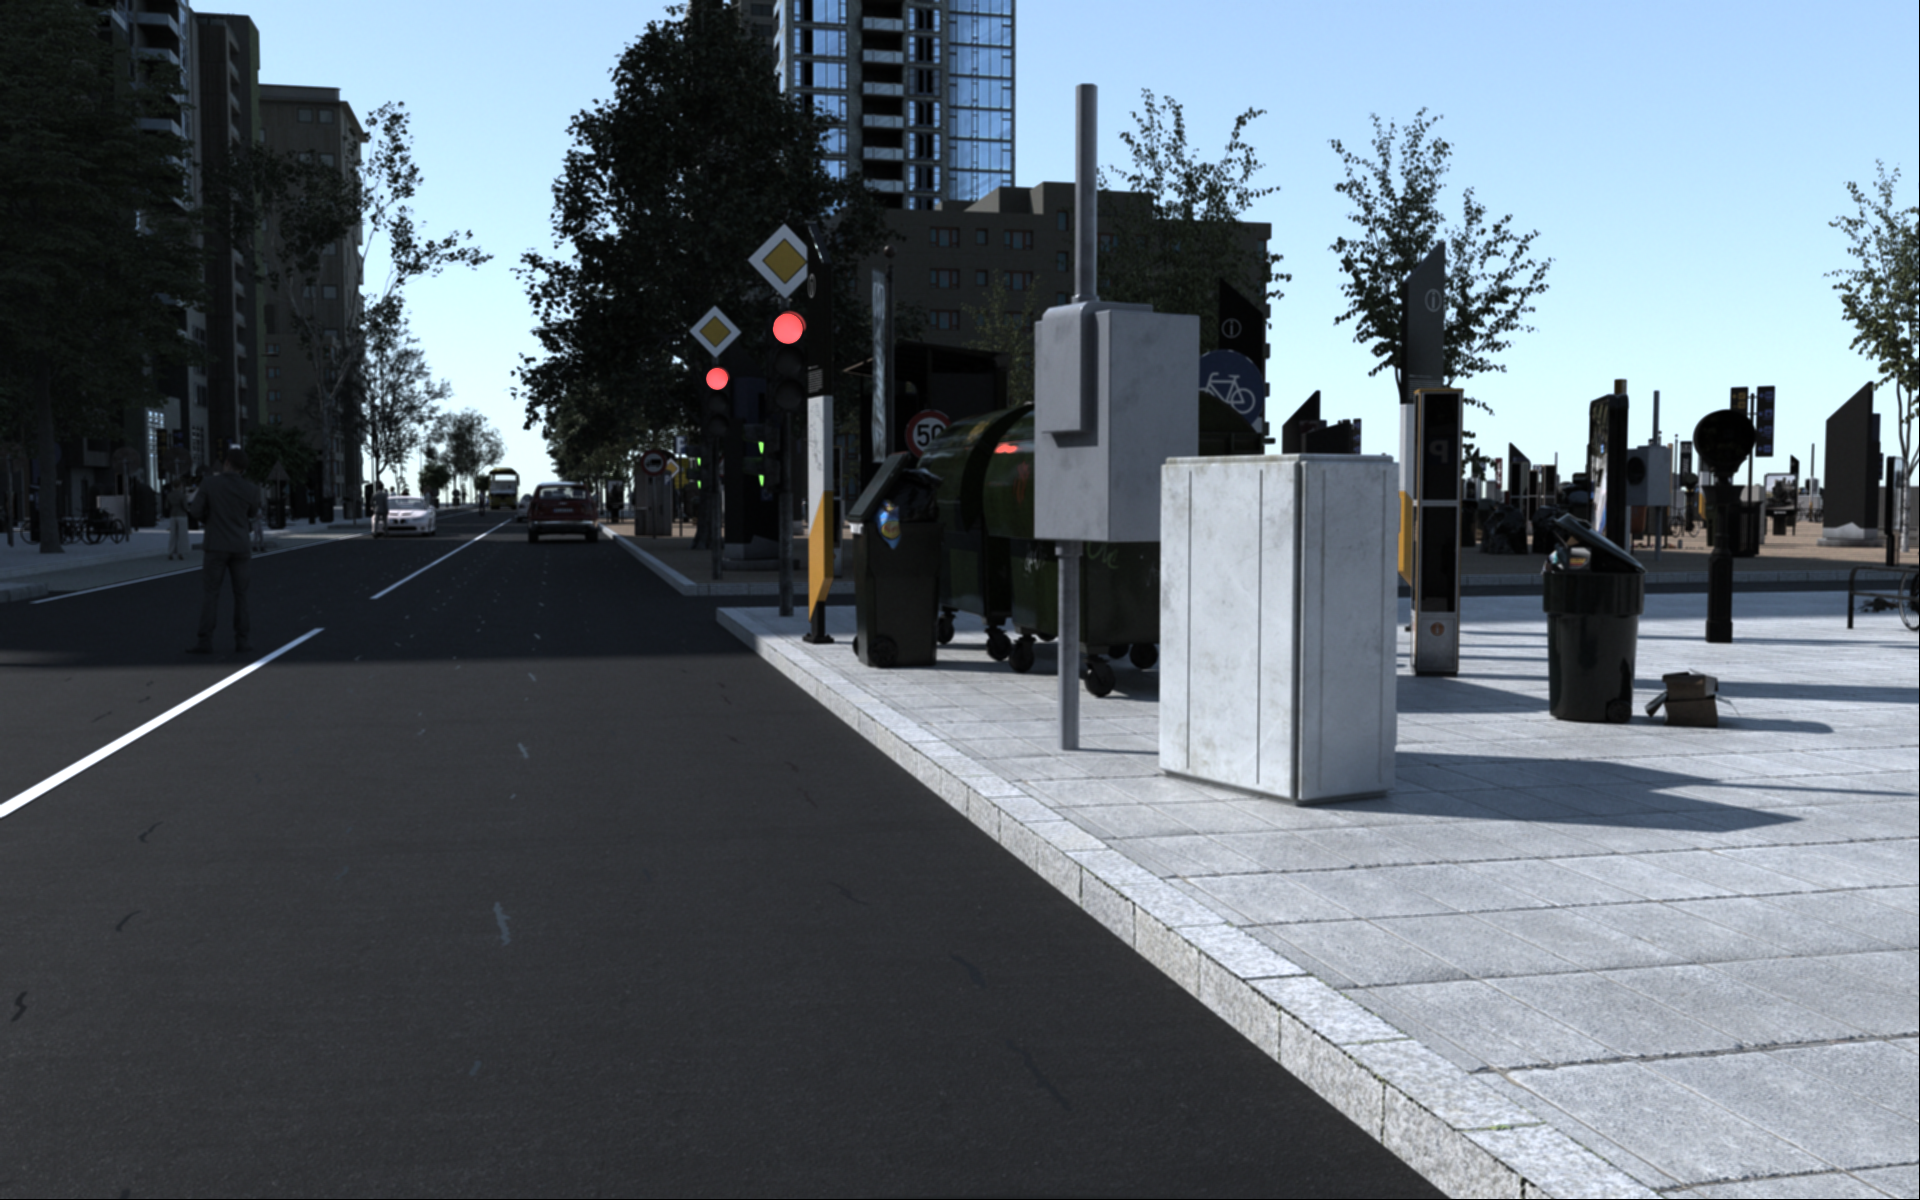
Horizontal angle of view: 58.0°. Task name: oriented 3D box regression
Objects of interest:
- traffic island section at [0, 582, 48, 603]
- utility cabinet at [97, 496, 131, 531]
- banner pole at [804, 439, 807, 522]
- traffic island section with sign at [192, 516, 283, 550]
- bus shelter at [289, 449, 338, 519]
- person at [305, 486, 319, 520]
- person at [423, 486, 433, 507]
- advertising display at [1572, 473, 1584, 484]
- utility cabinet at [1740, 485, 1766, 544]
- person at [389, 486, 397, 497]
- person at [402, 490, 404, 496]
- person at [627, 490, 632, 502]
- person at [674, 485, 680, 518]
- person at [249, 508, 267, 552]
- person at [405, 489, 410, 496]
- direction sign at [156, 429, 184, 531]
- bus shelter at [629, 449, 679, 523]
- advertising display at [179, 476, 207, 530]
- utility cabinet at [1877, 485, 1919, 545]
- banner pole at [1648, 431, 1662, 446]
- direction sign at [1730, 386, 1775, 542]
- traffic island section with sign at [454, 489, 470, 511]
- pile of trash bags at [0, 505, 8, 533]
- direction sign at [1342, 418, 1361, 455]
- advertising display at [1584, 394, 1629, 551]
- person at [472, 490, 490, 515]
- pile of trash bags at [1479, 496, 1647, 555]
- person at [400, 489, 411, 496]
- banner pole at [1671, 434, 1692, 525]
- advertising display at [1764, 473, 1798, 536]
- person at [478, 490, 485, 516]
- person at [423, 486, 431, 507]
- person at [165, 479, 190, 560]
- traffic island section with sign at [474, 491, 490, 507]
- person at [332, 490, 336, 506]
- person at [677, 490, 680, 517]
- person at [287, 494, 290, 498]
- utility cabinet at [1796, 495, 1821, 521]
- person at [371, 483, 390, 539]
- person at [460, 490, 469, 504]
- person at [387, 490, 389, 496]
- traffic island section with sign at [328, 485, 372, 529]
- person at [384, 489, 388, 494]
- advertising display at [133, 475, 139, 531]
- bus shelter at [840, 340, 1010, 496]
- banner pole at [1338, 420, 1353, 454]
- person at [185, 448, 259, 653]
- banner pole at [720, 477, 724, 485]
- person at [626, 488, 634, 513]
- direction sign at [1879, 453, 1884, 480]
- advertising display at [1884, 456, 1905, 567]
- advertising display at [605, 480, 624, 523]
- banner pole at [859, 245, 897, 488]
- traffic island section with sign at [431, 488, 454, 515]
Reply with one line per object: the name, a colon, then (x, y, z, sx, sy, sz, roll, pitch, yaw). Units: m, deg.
traffic island section: (-13.791, -0.082, 23.629, 2.009, 0.180, 2.903, -1, 4, -13)
utility cabinet: (-29.210, -2.974, 59.791, 0.306, 1.237, 1.020, 3, 5, 41)
banner pole: (-6.758, -5.412, 78.500, 0.863, 3.779, 0.401, -1, 4, -17)
traffic island section with sign: (-18.891, -2.247, 45.367, 1.989, 1.847, 2.006, -1, 4, -13)
bus shelter: (-34.688, -6.228, 93.104, 1.731, 3.624, 6.357, -1, 4, -13)
person: (-32.062, -4.868, 85.658, 0.620, 1.820, 0.660, -3, 4, -38)
person: (-25.201, -4.496, 81.982, 0.580, 1.828, 0.573, 1, 4, 22)
advertising display: (19.045, -2.891, 52.478, 0.974, 1.923, 0.123, 0, 3, 0)
utility cabinet: (19.924, -2.173, 44.206, 0.318, 1.500, 1.173, -2, 4, -34)
person: (-26.457, -4.418, 80.953, 0.641, 1.798, 0.478, 2, 4, 28)
person: (-68.192, -12.615, 212.751, 0.568, 1.767, 0.683, 3, 4, 38)
person: (-40.425, -12.645, 212.810, 0.705, 1.821, 1.348, 3, 4, 37)
person: (-15.188, -5.247, 92.246, 0.534, 1.772, 0.576, 2, 4, 29)
person: (-17.276, -1.826, 42.641, 0.394, 1.301, 0.425, 1, 4, 10)
person: (-45.433, -8.271, 142.102, 0.721, 1.723, 1.217, -1, 4, -17)
direction sign: (-27.542, -4.187, 60.460, 0.876, 3.537, 0.379, -3, 5, -40)
bus shelter: (-13.970, -5.207, 79.054, 2.014, 3.302, 5.546, -1, 4, -13)
advertising display: (-27.282, -3.447, 61.577, 0.974, 1.923, 0.123, 0, 4, 0)
utility cabinet: (23.261, -2.103, 43.071, 1.173, 1.500, 0.318, 2, 4, 35)
banner pole: (27.605, -4.820, 68.817, 0.401, 3.779, 0.863, -1, 4, -21)
direction sign: (16.683, -2.725, 36.553, 0.876, 3.537, 0.379, 3, 5, 41)
traffic island section with sign: (-42.565, -8.437, 146.577, 1.989, 1.847, 2.006, -1, 4, -13)
pile of trash bags: (-33.026, -2.887, 56.954, 3.447, 1.369, 1.912, 1, 4, 18)
direction sign: (11.800, -3.687, 52.286, 0.379, 3.537, 0.876, -2, 4, -25)
advertising display: (4.314, -0.389, 11.580, 0.123, 1.923, 0.974, 1, 4, 13)
person: (-33.061, -6.758, 119.672, 1.217, 1.739, 0.721, -2, 4, -24)
pile of trash bags: (12.898, -1.670, 37.050, 3.447, 1.369, 1.912, 1, 4, 19)
person: (-56.938, -10.502, 177.720, 1.348, 1.831, 0.705, 0, 4, -6)
banner pole: (30.042, -5.022, 72.135, 0.863, 3.779, 0.401, 2, 4, 30)
advertising display: (25.433, -2.965, 53.694, 0.123, 1.923, 0.974, -3, 5, -43)
person: (-31.072, -6.312, 112.640, 0.436, 1.711, 0.756, -1, 4, -23)
person: (-21.623, -3.760, 70.327, 0.624, 1.780, 0.694, 0, 4, 7)
person: (-16.891, -1.738, 37.474, 0.519, 1.759, 0.362, 0, 4, 7)
traffic island section with sign: (-55.208, -11.743, 200.625, 1.989, 1.847, 2.006, -1, 4, -13)
person: (-67.042, -10.917, 185.452, 0.530, 1.710, 0.541, 0, 4, 3)
person: (-16.134, -5.626, 98.706, 0.598, 1.740, 0.731, -2, 4, -29)
person: (-41.905, -6.322, 109.421, 1.348, 1.822, 0.705, -1, 4, -22)
utility cabinet: (40.011, -4.312, 81.668, 0.306, 1.237, 1.020, -3, 5, -42)
person: (-18.751, -2.890, 56.019, 0.678, 1.792, 0.850, 0, 4, 4)
person: (-61.819, -12.853, 215.823, 1.348, 1.869, 0.705, 1, 4, 13)
person: (-60.357, -10.744, 182.226, 0.721, 1.766, 1.217, -2, 4, -35)
traffic island section with sign: (-25.083, -3.864, 71.811, 1.989, 1.847, 2.006, -1, 4, -13)
person: (-45.614, -7.986, 137.547, 0.436, 1.711, 0.756, -1, 4, -15)
advertising display: (-28.519, -3.347, 59.933, 0.123, 1.923, 0.974, -2, 4, -24)
bus shelter: (-0.696, -2.348, 29.670, 1.731, 3.624, 6.357, -1, 4, -13)
banner pole: (13.051, -4.196, 58.614, 0.863, 3.779, 0.401, 1, 4, 9)
person: (-6.726, -0.458, 15.789, 0.655, 1.846, 0.447, -2, 4, -35)
banner pole: (-7.436, -4.068, 56.521, 0.863, 3.779, 0.401, 1, 4, 15)
person: (-22.658, -6.941, 120.314, 1.217, 1.735, 0.721, 1, 4, 15)
direction sign: (50.383, -6.328, 95.457, 0.876, 3.537, 0.379, 0, 4, 4)
advertising display: (16.108, -1.508, 29.865, 0.123, 1.923, 0.974, 3, 4, 38)
advertising display: (-15.411, -4.411, 77.326, 0.123, 1.923, 0.974, 3, 4, 37)
banner pole: (-0.759, -1.668, 17.287, 0.401, 3.779, 0.863, 1, 4, 14)
traffic island section with sign: (-36.441, -6.832, 120.324, 1.989, 1.847, 2.006, -1, 4, -13)
